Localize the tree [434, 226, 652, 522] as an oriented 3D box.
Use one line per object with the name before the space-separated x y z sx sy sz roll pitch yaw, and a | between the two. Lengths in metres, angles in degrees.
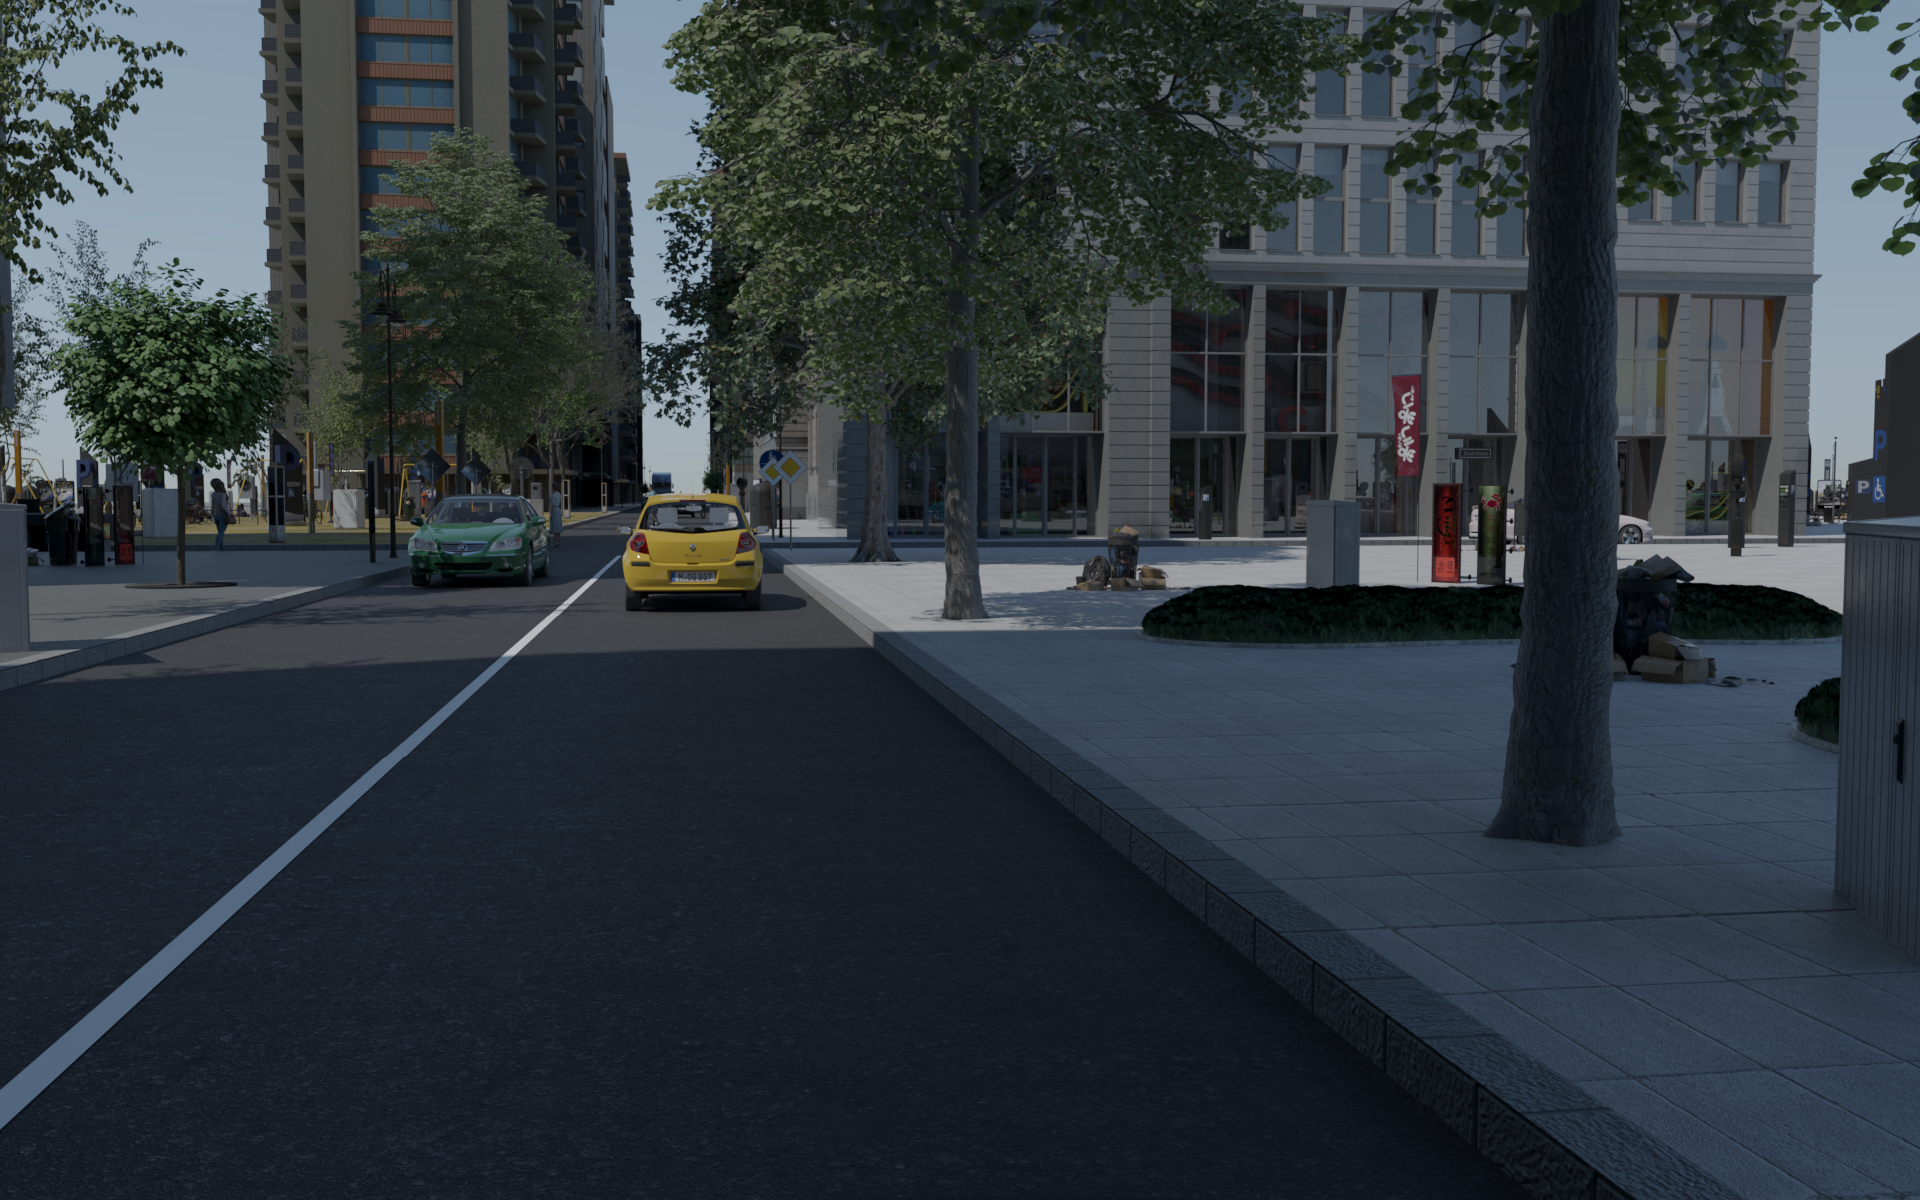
tree | -18.981 -10.366 79.859 12.009 13.543 11.850 0 3 0

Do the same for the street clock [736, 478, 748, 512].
street clock | -9.542 -4.359 75.842 0.471 2.002 0.358 2 4 34

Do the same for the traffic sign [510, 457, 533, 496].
traffic sign | -15.051 -3.635 59.534 0.768 2.556 0.104 0 4 -8

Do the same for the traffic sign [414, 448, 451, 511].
traffic sign | -11.597 -2.108 38.104 0.795 2.450 0.064 -1 4 -9

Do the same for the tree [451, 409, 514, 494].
tree | -30.855 -9.952 113.081 4.737 8.622 4.395 0 3 0

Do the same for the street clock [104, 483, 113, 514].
street clock | -44.521 -5.271 90.743 0.471 2.002 0.358 0 4 1

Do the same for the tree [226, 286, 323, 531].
tree | -24.444 -6.738 60.534 4.360 8.622 3.978 0 3 0

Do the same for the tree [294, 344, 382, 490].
tree | -29.571 -8.138 83.424 4.737 8.622 4.395 0 3 0

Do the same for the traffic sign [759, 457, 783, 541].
traffic sign | -5.082 -2.663 47.184 0.795 2.450 0.064 -1 4 -9

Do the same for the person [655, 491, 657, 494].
person | -30.304 -9.972 172.479 0.756 1.711 0.436 2 4 25

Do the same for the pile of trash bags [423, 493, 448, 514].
pile of trash bags | -28.930 -5.523 100.061 1.912 1.369 3.447 1 4 22

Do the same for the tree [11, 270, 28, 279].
tree | -28.128 -6.060 49.441 4.360 8.622 3.978 0 3 0

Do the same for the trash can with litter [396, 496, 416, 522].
trash can with litter | -25.943 -4.253 80.916 1.055 1.170 0.624 2 4 27

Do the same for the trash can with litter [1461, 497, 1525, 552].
trash can with litter | 12.344 -1.713 39.064 2.233 1.210 1.678 0 4 8

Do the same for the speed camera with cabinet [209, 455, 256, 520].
speed camera with cabinet | -35.461 -5.506 84.356 2.038 3.252 0.660 0 4 -6

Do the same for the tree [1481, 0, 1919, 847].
tree | 2.178 -5.410 6.586 7.486 12.596 7.792 0 3 0

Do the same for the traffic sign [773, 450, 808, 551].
traffic sign | -3.844 -2.181 39.295 0.795 2.450 0.064 -1 4 -9

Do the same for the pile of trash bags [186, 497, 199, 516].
pile of trash bags | -42.955 -5.161 94.130 3.447 1.369 1.912 0 4 8

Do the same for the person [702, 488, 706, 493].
person | -14.974 -5.632 100.770 0.473 1.802 0.592 2 4 34

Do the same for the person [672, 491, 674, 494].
person | -30.097 -10.623 182.634 0.568 1.767 0.683 1 4 17

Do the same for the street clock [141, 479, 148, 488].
street clock | -28.453 -3.442 60.849 0.471 2.002 0.358 -3 5 -44

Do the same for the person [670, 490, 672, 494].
person | -24.405 -8.391 146.217 0.617 1.759 0.750 0 4 -6

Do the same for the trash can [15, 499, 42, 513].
trash can | -28.453 -2.525 52.932 0.748 1.137 0.748 0 3 0

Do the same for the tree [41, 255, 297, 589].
tree | -10.858 -2.457 23.887 4.285 4.588 4.351 0 3 0

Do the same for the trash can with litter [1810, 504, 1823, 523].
trash can with litter | 35.876 -3.777 73.137 1.055 1.170 0.624 2 4 30

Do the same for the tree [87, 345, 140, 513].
tree | -38.705 -7.898 79.498 4.360 8.622 3.978 0 3 0

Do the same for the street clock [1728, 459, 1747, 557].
street clock | 15.939 -1.893 35.514 0.358 2.002 0.471 2 4 32

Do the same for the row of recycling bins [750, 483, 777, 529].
row of recycling bins | -7.342 -3.523 64.714 1.069 1.692 3.534 0 4 -5

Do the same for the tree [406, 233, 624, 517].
tree | -17.856 -8.736 68.594 9.928 11.665 9.643 0 3 0

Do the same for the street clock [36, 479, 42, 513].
street clock | -45.280 -4.939 85.320 0.471 2.002 0.358 -2 4 -25

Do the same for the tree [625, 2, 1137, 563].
tree | -1.496 -7.071 32.612 9.611 12.733 9.660 0 3 0

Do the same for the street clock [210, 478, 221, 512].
street clock | -33.442 -4.486 77.910 0.471 2.002 0.358 -3 4 -38

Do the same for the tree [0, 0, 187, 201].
tree | -10.340 -4.129 17.875 4.737 8.622 4.395 0 3 0

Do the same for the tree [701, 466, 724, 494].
tree | -29.035 -13.514 204.675 4.285 4.588 4.351 0 3 0

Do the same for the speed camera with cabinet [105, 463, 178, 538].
speed camera with cabinet | -23.721 -3.429 50.395 0.660 3.252 2.038 2 4 35

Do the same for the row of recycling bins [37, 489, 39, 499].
row of recycling bins | -53.524 -5.586 98.442 1.069 1.692 3.534 0 4 0

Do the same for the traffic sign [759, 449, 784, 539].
traffic sign | -5.354 -3.025 49.557 0.768 2.556 0.104 0 4 -1

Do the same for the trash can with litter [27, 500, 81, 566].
trash can with litter | -16.392 -1.206 31.111 1.055 1.170 0.624 -2 4 -30

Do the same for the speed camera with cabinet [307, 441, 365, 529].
speed camera with cabinet | -23.254 -4.293 64.520 2.038 3.252 0.660 1 4 11

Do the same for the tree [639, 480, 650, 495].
tree | -44.623 -15.375 245.980 1.663 3.219 1.824 0 3 0

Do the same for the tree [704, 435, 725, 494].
tree | -29.642 -16.083 213.317 4.360 8.622 3.978 0 3 0

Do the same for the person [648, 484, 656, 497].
person | -12.174 -3.704 69.086 0.620 1.820 0.660 0 4 -7

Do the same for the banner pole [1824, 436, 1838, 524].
banner pole | 38.084 -5.228 75.493 0.401 3.779 0.863 1 4 19

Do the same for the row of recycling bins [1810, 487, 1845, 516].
row of recycling bins | 50.594 -5.715 100.553 3.534 1.692 1.069 1 4 16

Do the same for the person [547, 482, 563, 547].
person | -10.945 -2.294 46.573 0.524 1.755 0.480 1 4 12

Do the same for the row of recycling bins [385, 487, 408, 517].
row of recycling bins | -32.462 -5.601 98.682 3.534 1.692 1.069 1 4 17

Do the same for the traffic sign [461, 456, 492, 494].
traffic sign | -12.835 -2.590 45.993 0.795 2.450 0.064 -1 4 -9

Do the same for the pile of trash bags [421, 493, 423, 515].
pile of trash bags | -33.379 -5.987 107.644 1.912 1.369 3.447 -1 4 -22

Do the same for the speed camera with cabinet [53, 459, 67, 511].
speed camera with cabinet | -51.198 -6.364 98.392 0.660 3.252 2.038 -2 4 -32

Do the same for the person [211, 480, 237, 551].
person | -16.936 -1.868 39.636 0.593 1.750 0.643 2 4 29
